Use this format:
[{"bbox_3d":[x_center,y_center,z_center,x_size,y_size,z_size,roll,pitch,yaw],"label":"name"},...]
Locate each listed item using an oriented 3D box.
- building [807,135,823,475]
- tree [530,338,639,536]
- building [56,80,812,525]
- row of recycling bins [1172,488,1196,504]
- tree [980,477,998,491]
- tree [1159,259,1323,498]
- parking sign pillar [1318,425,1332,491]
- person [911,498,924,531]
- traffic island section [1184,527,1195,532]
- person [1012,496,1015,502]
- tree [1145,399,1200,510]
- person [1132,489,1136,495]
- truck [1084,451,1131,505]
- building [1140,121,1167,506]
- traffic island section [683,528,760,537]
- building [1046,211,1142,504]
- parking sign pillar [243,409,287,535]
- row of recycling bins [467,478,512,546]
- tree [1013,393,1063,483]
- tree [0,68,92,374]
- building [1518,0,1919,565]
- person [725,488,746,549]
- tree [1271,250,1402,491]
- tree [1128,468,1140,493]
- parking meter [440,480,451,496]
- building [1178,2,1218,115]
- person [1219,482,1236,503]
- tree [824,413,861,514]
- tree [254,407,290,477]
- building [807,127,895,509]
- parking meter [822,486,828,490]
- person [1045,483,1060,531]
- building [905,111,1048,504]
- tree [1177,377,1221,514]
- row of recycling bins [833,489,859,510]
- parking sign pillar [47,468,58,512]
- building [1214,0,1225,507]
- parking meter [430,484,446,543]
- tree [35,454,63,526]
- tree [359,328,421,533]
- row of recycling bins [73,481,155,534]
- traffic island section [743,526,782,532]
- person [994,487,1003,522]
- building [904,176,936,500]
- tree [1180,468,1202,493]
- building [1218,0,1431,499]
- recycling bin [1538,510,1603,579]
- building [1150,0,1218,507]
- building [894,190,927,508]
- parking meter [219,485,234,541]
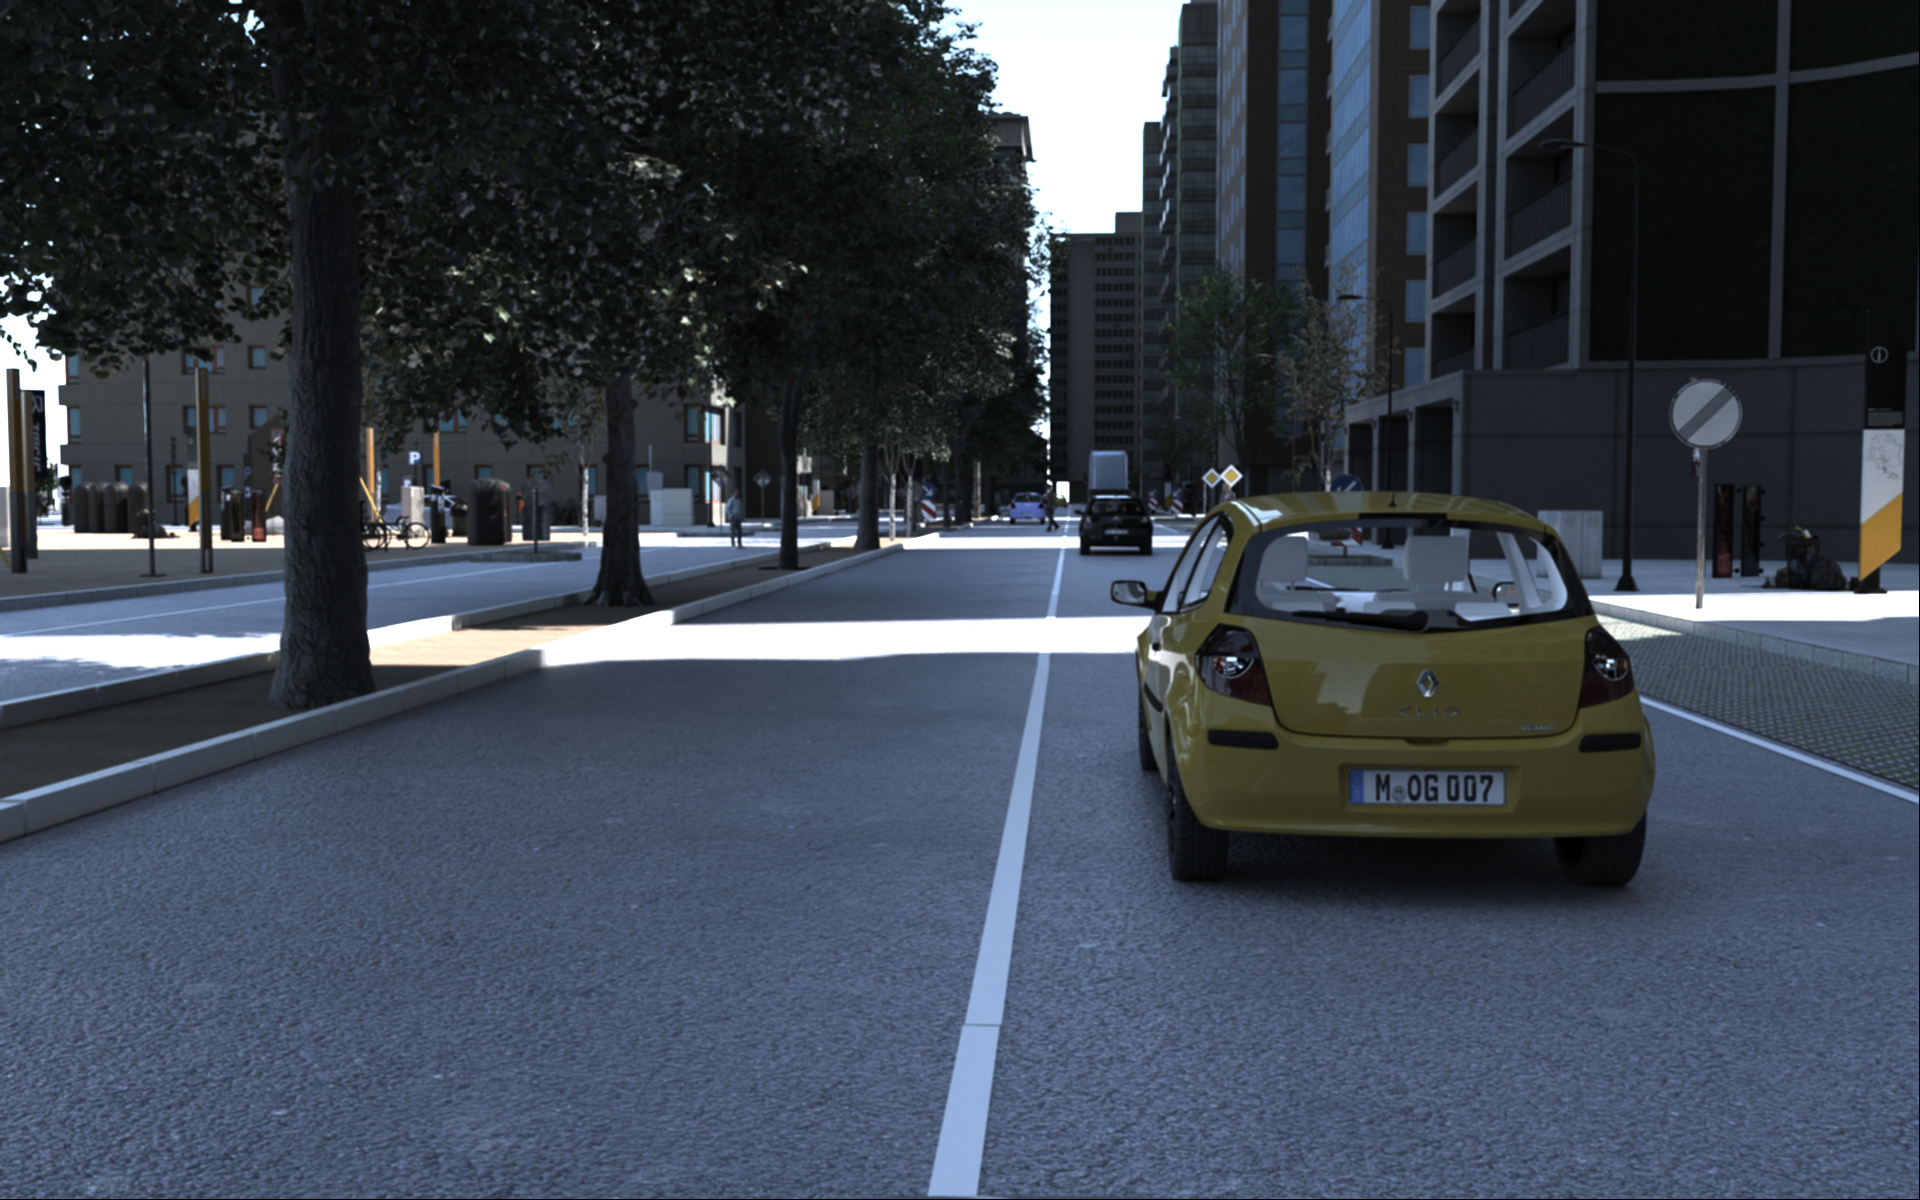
[{"bbox_3d":[-21.772,-28.604,122.293,22.147,44.769,28.867,0,4,4],"label":"building"},{"bbox_3d":[-11.434,-6.247,52.508,4.360,8.622,3.978,0,3,0],"label":"tree"},{"bbox_3d":[-23.323,-14.751,86.212,27.650,21.520,28.899,0,4,4],"label":"building"},{"bbox_3d":[15.419,-6.832,118.815,1.069,1.692,3.534,0,4,-8],"label":"row of recycling bins"},{"bbox_3d":[2.599,-10.732,128.284,4.360,8.622,3.978,0,3,0],"label":"tree"},{"bbox_3d":[12.518,-9.278,77.449,9.928,11.665,9.643,0,3,0],"label":"tree"},{"bbox_3d":[14.437,-4.899,68.567,1.447,3.967,1.447,1,4,17],"label":"parking sign pillar"},{"bbox_3d":[-1.662,-3.389,64.395,0.515,1.767,0.782,-1,4,-20],"label":"person"},{"bbox_3d":[9.600,-2.672,65.965,2.009,0.180,2.903,0,4,4],"label":"traffic island section"},{"bbox_3d":[3.251,-5.676,105.586,0.425,1.301,0.394,-2,4,-30],"label":"person"},{"bbox_3d":[16.570,-11.314,135.346,4.737,8.622,4.395,0,3,0],"label":"tree"},{"bbox_3d":[13.909,-7.929,137.981,0.795,1.843,0.661,3,5,40],"label":"person"},{"bbox_3d":[8.976,-6.880,102.244,2.967,4.110,18.799,0,4,3],"label":"truck"},{"bbox_3d":[27.128,-31.137,192.685,14.154,41.232,14.086,0,4,4],"label":"building"},{"bbox_3d":[-8.172,-2.253,59.117,2.009,0.180,2.903,0,4,4],"label":"traffic island section"},{"bbox_3d":[24.094,-33.569,240.740,23.993,40.220,32.217,0,4,4],"label":"building"},{"bbox_3d":[-21.748,-4.024,54.257,1.447,3.967,1.447,2,4,33],"label":"parking sign pillar"},{"bbox_3d":[-12.174,-2.300,44.723,1.069,1.692,3.534,-1,4,-10],"label":"row of recycling bins"},{"bbox_3d":[2.354,-12.252,119.777,9.611,12.733,9.660,0,3,0],"label":"tree"},{"bbox_3d":[-12.948,-4.366,21.743,4.737,8.622,4.395,0,3,0],"label":"tree"},{"bbox_3d":[20.345,-36.555,35.924,20.563,71.187,20.611,0,4,4],"label":"building"},{"bbox_3d":[-5.847,-2.126,45.066,0.330,1.601,0.589,3,5,42],"label":"person"},{"bbox_3d":[11.383,-6.293,53.256,4.360,8.622,3.978,0,3,0],"label":"tree"},{"bbox_3d":[22.342,-14.343,218.216,4.285,4.588,4.351,0,3,0],"label":"tree"},{"bbox_3d":[-21.157,-4.005,71.196,0.255,1.863,0.399,2,4,30],"label":"parking meter"},{"bbox_3d":[25.483,-28.412,148.135,14.154,41.232,14.086,0,4,4],"label":"building"},{"bbox_3d":[8.421,-2.810,54.629,0.537,1.800,0.526,2,4,32],"label":"person"},{"bbox_3d":[-7.216,-9.900,112.227,4.737,8.622,4.395,0,3,0],"label":"tree"},{"bbox_3d":[-12.435,-2.375,33.432,1.663,3.219,1.824,0,3,0],"label":"tree"},{"bbox_3d":[-13.354,-28.513,149.777,14.154,41.232,14.086,0,4,4],"label":"building"},{"bbox_3d":[-9.257,-6.897,118.478,0.399,1.863,0.255,-3,4,-37],"label":"parking meter"},{"bbox_3d":[3.513,-3.570,66.773,0.836,1.842,0.656,-3,5,-44],"label":"person"},{"bbox_3d":[-1.793,-39.740,238.991,27.495,52.752,28.713,0,4,4],"label":"building"},{"bbox_3d":[15.613,-9.679,108.609,4.360,8.622,3.978,0,3,0],"label":"tree"},{"bbox_3d":[-8.997,-8.131,140.048,3.534,1.692,1.069,3,5,41],"label":"row of recycling bins"},{"bbox_3d":[-66.190,-8.372,125.347,1.447,3.967,1.447,0,4,0],"label":"parking sign pillar"},{"bbox_3d":[29.137,-35.647,124.823,21.231,58.520,28.212,0,4,4],"label":"building"},{"bbox_3d":[-13.611,-2.246,45.139,0.372,1.533,0.369,0,3,0],"label":"parking meter"},{"bbox_3d":[-37.811,-4.667,70.908,1.663,3.219,1.824,0,3,0],"label":"tree"},{"bbox_3d":[-19.252,-6.540,57.285,4.360,8.622,3.978,0,3,0],"label":"tree"},{"bbox_3d":[-27.809,-3.044,56.879,3.534,1.692,1.069,2,4,29],"label":"row of recycling bins"},{"bbox_3d":[-7.655,-2.740,67.086,2.009,0.180,2.903,0,4,4],"label":"traffic island section"},{"bbox_3d":[2.006,-5.001,90.527,0.793,1.790,0.793,-3,4,-38],"label":"person"},{"bbox_3d":[-14.870,-31.201,202.012,23.993,40.220,32.217,0,4,4],"label":"building"},{"bbox_3d":[16.963,-8.101,127.047,1.663,3.219,1.824,0,3,0],"label":"tree"},{"bbox_3d":[20.995,-26.838,88.909,14.600,45.320,14.200,0,4,4],"label":"building"},{"bbox_3d":[9.314,-0.851,26.467,0.722,1.027,0.722,-1,4,-10],"label":"recycling bin"},{"bbox_3d":[31.148,-33.658,169.911,23.786,49.044,30.456,0,4,4],"label":"building"},{"bbox_3d":[-10.791,-23.997,164.051,14.160,30.474,14.107,0,4,4],"label":"building"},{"bbox_3d":[-20.290,-2.419,47.963,0.372,1.533,0.369,0,3,0],"label":"parking meter"}]
